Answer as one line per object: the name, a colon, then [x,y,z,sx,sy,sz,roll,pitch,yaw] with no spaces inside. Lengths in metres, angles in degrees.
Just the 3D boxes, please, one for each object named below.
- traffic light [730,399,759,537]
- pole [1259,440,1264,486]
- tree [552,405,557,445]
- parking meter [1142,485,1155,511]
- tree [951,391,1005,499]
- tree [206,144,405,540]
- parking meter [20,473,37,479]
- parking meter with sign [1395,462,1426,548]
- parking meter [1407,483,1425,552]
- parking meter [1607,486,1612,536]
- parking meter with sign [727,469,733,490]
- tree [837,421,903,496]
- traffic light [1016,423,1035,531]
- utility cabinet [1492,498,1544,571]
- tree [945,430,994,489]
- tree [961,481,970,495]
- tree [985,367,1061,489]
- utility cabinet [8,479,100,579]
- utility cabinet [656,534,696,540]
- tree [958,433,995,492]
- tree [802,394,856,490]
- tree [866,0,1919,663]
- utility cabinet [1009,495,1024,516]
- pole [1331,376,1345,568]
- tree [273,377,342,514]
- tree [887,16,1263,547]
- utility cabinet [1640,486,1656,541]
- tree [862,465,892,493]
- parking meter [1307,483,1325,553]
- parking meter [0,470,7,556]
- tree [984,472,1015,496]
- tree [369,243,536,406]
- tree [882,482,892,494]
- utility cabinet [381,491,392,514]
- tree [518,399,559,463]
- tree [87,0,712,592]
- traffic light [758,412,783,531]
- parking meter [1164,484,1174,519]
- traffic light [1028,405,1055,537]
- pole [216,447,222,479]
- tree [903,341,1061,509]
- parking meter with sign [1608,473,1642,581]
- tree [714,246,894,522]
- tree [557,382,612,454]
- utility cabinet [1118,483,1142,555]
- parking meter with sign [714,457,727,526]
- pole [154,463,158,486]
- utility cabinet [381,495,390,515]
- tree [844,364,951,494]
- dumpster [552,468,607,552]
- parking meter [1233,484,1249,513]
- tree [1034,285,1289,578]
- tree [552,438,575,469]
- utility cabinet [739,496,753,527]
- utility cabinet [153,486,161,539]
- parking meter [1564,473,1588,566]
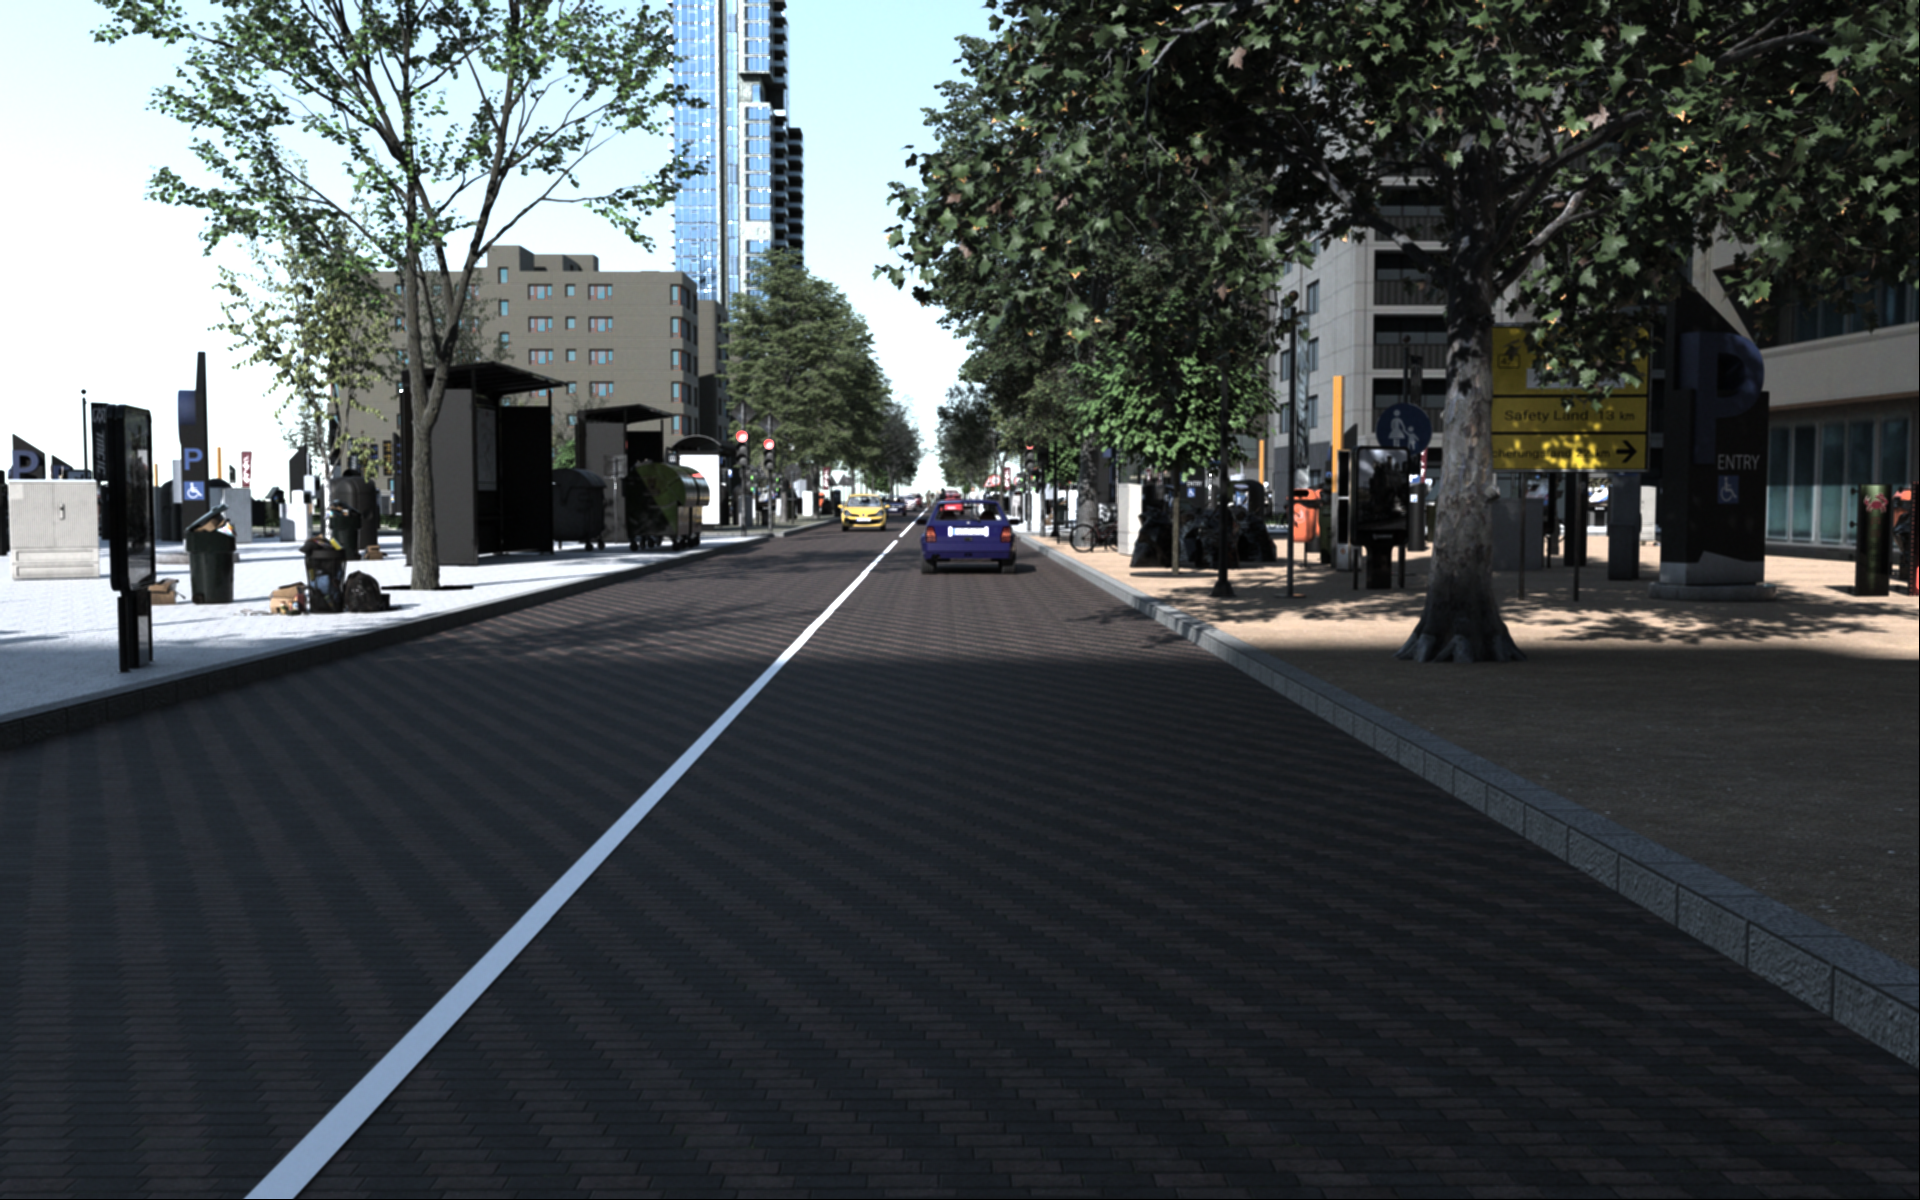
traffic light: [-6.412,-3.822,51.406,0.839,4.253,0.868,0,4,-1]
pole: [11.405,-4.382,65.492,0.158,3.312,0.155,0,3,0]
tree: [-25.433,-8.953,96.740,4.360,8.622,3.978,0,3,0]
parking meter: [5.299,-2.469,48.783,0.372,1.533,0.369,0,3,0]
tree: [1.200,-17.816,201.658,12.009,13.543,11.850,0,3,0]
tree: [-13.516,-5.276,36.625,4.737,8.622,4.395,0,3,0]
parking meter: [-25.568,-2.562,47.596,0.255,1.863,0.399,2,4,26]
parking meter with sign: [10.786,-2.782,41.751,0.543,3.016,1.738,0,4,-5]
parking meter: [10.218,-1.858,38.789,0.372,1.533,0.369,0,3,0]
parking meter: [19.822,-2.697,52.508,0.372,1.533,0.369,0,3,0]
parking meter with sign: [-16.607,-7.680,121.836,0.543,3.016,1.738,1,4,18]
tree: [-9.193,-14.614,173.355,8.767,10.594,7.601,1,4,16]
traffic light: [2.361,-4.317,59.504,0.839,4.253,0.868,0,4,-1]
utility cabinet: [9.273,-1.096,29.085,1.020,1.237,0.306,-1,4,-17]
tree: [1.267,-20.411,251.848,7.486,12.596,7.792,0,3,0]
tree: [0.844,-16.812,269.478,1.663,3.219,1.824,0,3,0]
tree: [3.506,-8.368,87.181,4.737,8.622,4.395,0,3,0]
utility cabinet: [-13.622,-1.062,26.047,1.173,1.500,0.318,-2,4,-31]
utility cabinet: [-7.855,-2.393,47.808,0.318,1.500,1.173,3,5,41]
tree: [1.908,-12.716,158.263,4.360,8.622,3.978,0,3,0]
tree: [-8.044,-9.044,98.229,4.360,8.622,3.978,0,3,0]
tree: [4.047,-5.883,13.190,9.611,12.733,9.660,0,3,0]
utility cabinet: [3.420,-5.552,101.933,1.020,1.237,0.306,-1,4,-22]
pole: [6.537,-2.210,29.971,0.158,3.312,0.155,0,3,0]
tree: [-39.743,-9.526,106.106,4.360,8.622,3.978,0,3,0]
tree: [3.107,-8.269,41.848,9.857,13.997,8.962,0,3,0]
utility cabinet: [18.316,-2.341,46.947,1.173,1.500,0.318,-2,4,-24]
tree: [-9.082,-12.563,189.122,4.285,4.588,4.351,0,3,0]
parking meter: [7.791,-1.805,37.929,0.372,1.533,0.369,0,3,0]
parking meter: [-20.043,-1.852,35.985,0.399,1.863,0.255,0,4,-3]
tree: [3.053,-8.053,126.274,1.663,3.219,1.824,0,3,0]
tree: [-14.138,-5.976,48.066,4.360,8.622,3.978,0,3,0]
tree: [-8.761,-13.097,208.731,1.663,3.219,1.824,0,3,0]
utility cabinet: [-35.564,-6.036,107.373,0.318,1.500,1.173,3,5,39]
tree: [-32.426,-11.036,130.803,4.737,8.622,4.395,0,3,0]
tree: [-7.072,-5.953,23.082,9.928,11.665,9.643,0,3,0]
traffic light: [-6.500,-4.310,59.391,0.839,4.253,0.868,0,4,-1]
parking meter: [5.361,-2.170,43.885,0.372,1.533,0.369,0,3,0]
traffic light: [2.448,-3.829,51.519,0.839,4.253,0.868,0,4,-1]
pole: [-31.886,-4.939,74.600,0.158,3.312,0.155,0,3,0]
tree: [2.238,-10.095,99.463,8.767,10.594,7.601,1,4,16]
parking meter with sign: [10.126,-1.842,26.376,0.543,3.016,1.738,1,4,21]
tree: [-7.885,-9.897,79.936,7.486,12.596,7.792,0,3,0]
tree: [-24.368,-9.874,111.806,4.360,8.622,3.978,0,3,0]
utility cabinet: [3.581,-1.697,36.425,0.318,1.500,1.173,0,4,-5]
parking meter with sign: [-10.125,-4.430,68.695,0.543,3.016,1.738,2,4,30]
pole: [-53.218,-7.393,114.717,0.158,3.312,0.155,0,3,0]
utility cabinet: [-31.602,-5.109,94.701,0.306,1.237,1.020,1,4,17]
tree: [-8.103,-15.282,160.227,12.009,13.543,11.850,0,3,0]
dumpster: [-8.788,-2.048,39.248,1.264,1.857,1.865,0,4,-1]
parking meter: [6.841,-2.064,42.161,0.372,1.533,0.369,0,3,0]
tree: [3.448,-2.650,27.041,4.285,4.588,4.351,0,3,0]
tree: [-19.010,-6.325,87.120,4.285,4.588,4.351,0,3,0]
utility cabinet: [-8.460,-3.498,68.360,0.306,1.237,1.020,-1,4,-23]
utility cabinet: [-22.957,-2.475,49.141,1.173,1.500,0.318,3,4,38]
parking meter: [10.958,-1.534,30.795,0.399,1.863,0.255,-3,5,-40]
